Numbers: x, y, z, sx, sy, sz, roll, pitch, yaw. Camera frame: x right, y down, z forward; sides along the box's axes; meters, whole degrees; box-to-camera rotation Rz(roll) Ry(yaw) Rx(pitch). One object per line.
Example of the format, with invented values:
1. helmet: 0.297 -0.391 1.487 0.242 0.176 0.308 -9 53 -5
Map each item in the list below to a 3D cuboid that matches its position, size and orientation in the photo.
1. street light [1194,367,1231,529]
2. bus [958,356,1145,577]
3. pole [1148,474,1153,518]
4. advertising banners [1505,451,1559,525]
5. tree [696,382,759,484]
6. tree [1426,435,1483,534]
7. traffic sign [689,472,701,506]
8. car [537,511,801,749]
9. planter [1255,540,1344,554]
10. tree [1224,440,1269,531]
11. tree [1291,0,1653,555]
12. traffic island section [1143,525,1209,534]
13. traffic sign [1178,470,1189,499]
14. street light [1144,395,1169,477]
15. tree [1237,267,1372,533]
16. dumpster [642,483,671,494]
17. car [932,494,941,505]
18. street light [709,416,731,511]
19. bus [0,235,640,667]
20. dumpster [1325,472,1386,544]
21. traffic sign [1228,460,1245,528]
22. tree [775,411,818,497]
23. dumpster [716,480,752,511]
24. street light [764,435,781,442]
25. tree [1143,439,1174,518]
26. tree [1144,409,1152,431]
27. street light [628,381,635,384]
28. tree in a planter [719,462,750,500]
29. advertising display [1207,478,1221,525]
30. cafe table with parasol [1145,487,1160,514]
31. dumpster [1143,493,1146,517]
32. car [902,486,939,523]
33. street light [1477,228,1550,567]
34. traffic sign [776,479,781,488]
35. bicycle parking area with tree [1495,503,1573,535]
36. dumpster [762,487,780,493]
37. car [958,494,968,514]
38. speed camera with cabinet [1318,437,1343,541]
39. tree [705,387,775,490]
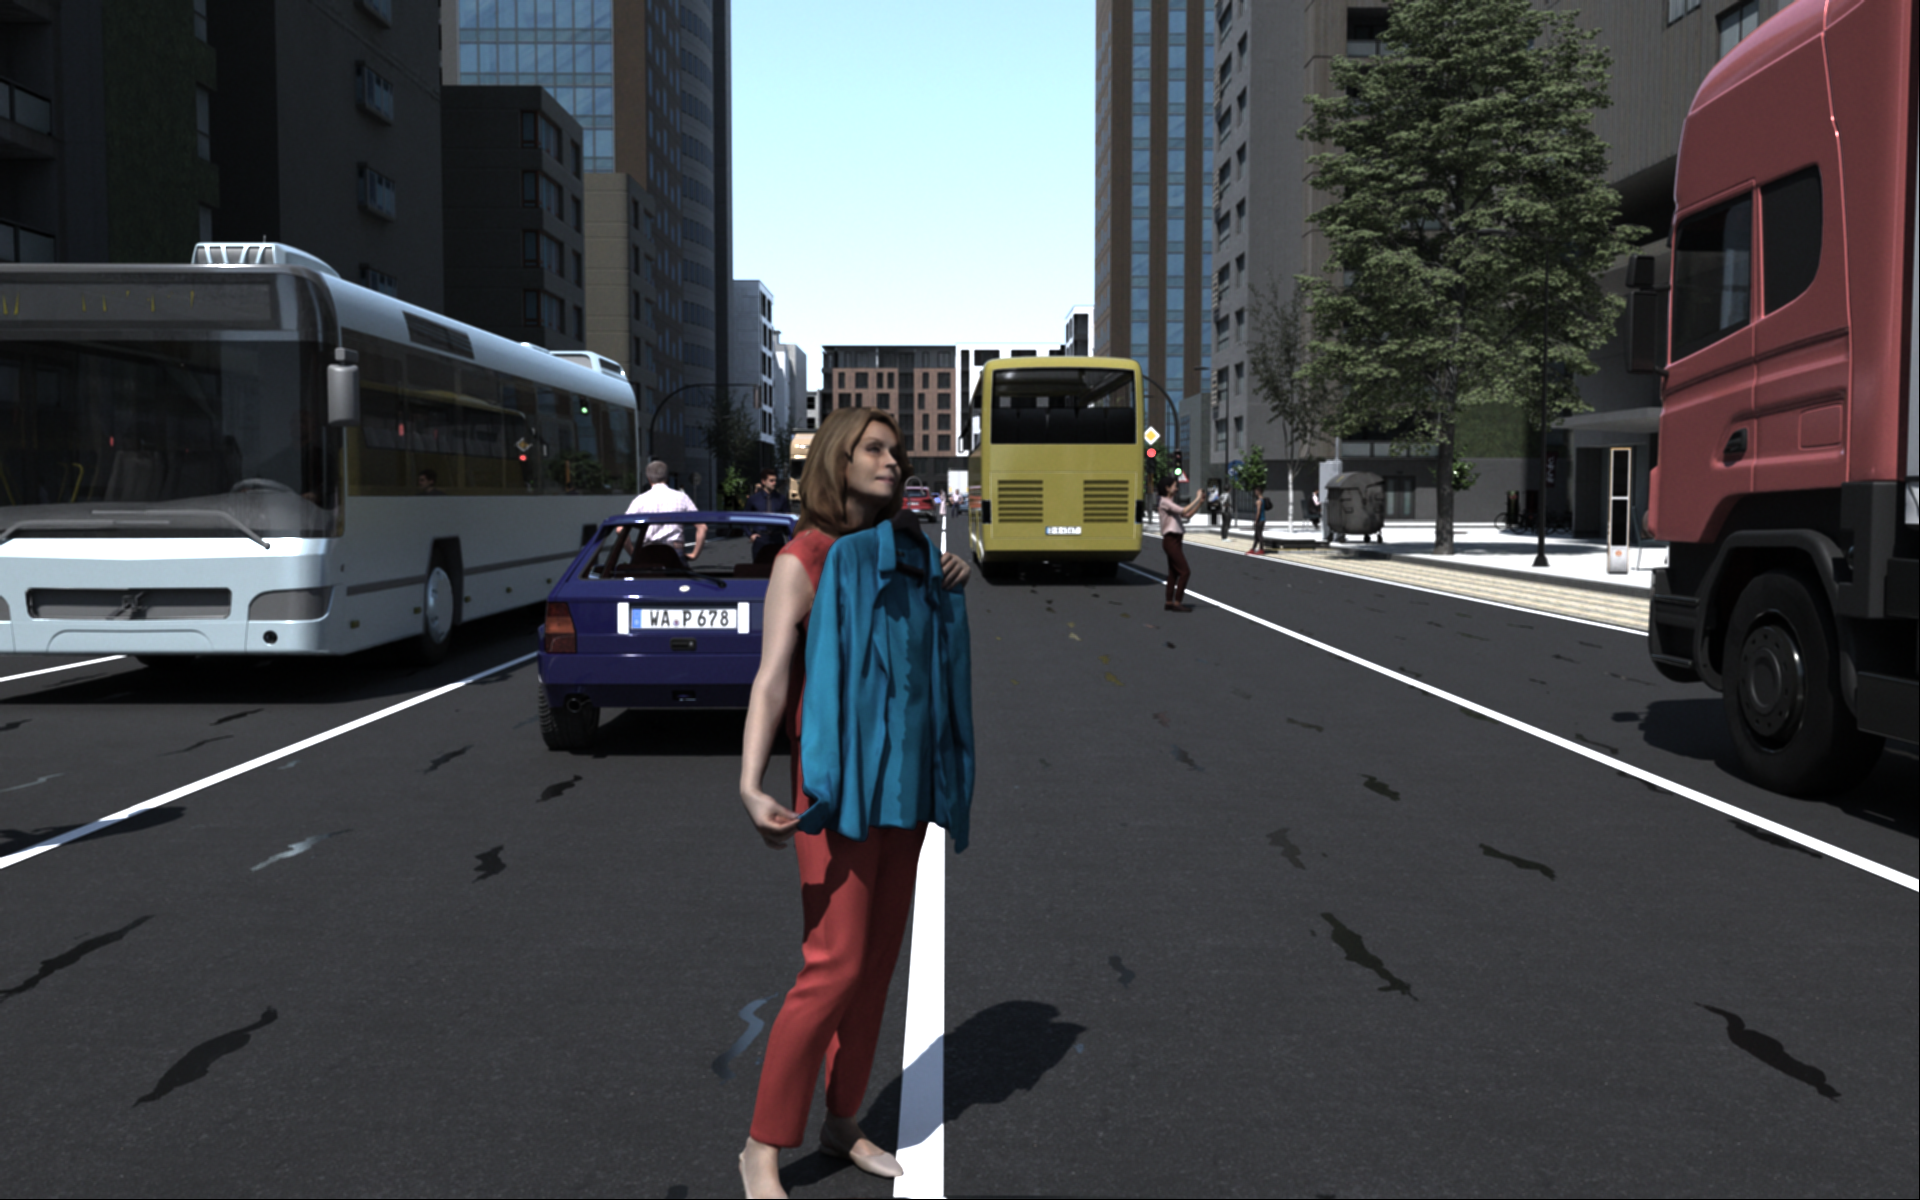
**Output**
1. street light: 9.210 -5.548 63.254 1.470 5.913 1.316 0 4 0
2. bus: 1.496 -2.516 32.684 2.896 3.916 12.252 0 4 -1
3. pole: 10.027 -5.948 91.086 0.158 3.312 0.155 0 3 0
4. advertising banners: 23.536 -4.595 71.313 2.074 3.025 0.090 1 4 11
5. tree: -15.305 -9.963 113.255 4.360 8.622 3.978 0 3 0
6. tree: 15.930 -3.763 56.128 1.663 3.219 1.824 0 3 0
7. traffic sign: -15.425 -6.160 100.815 0.768 2.556 0.104 0 4 7
8. car: -1.503 0.092 11.084 1.945 1.354 3.894 0 4 -1
9. planter: 8.153 -1.291 42.249 1.991 0.319 1.994 0 4 0
10. tree: 10.451 -4.080 61.304 1.663 3.219 1.824 0 3 0
11. tree: 10.603 -7.223 36.219 7.486 12.596 7.792 0 3 0
12. traffic island section: 7.972 -2.539 63.795 2.009 0.180 2.903 0 4 0
13. traffic sign: 9.799 -4.734 77.399 0.884 2.594 0.081 0 4 5
14. street light: 9.241 -6.656 81.372 1.470 5.913 1.316 0 4 0
15. tree: 10.951 -6.475 56.231 4.360 8.622 3.978 0 3 0
16. dumpster: -14.884 -4.840 84.891 1.264 1.857 1.865 0 4 0
17. car: -3.208 -13.005 222.220 1.945 1.707 3.694 0 4 1
18. street light: -14.403 -8.017 103.611 1.470 5.913 1.316 0 4 0
19. bus: -5.596 -1.365 17.177 2.948 3.499 13.247 0 4 -1
20. dumpster: 10.357 -2.419 45.316 1.264 1.857 1.865 0 4 -1
21. traffic sign: 10.311 -3.947 64.631 0.768 2.556 0.104 0 4 3
22. tree: -15.562 -12.521 155.087 4.737 8.622 4.395 0 3 0
23. dumpster: -12.812 -5.708 98.273 1.985 2.255 1.502 0 4 0
24. street light: -14.737 -9.981 135.732 1.470 5.913 1.316 0 4 0
25. tree: 10.109 -6.697 93.208 4.285 4.588 4.351 0 3 0
26. tree: 10.816 -10.237 117.745 4.360 8.622 3.978 0 3 0
27. street light: -14.114 -6.056 71.561 1.470 5.913 1.316 0 4 0
28. tree in a planter: -12.614 -6.052 96.167 1.991 3.239 1.994 0 4 0
29. advertising display: 10.436 -4.030 71.097 0.123 1.923 0.974 -1 4 -20
30. cafe table with parasol: 12.759 -6.568 112.247 2.610 1.966 2.610 2 4 31
31. dumpster: 9.775 -5.829 97.800 1.502 2.255 1.985 0 4 0
32. car: -2.242 -4.810 87.308 2.281 1.827 5.304 0 4 1
33. street light: 9.731 -3.542 30.450 1.470 5.913 1.316 0 4 0
34. traffic sign: -15.069 -8.691 142.206 0.768 2.556 0.104 0 4 8
35. bicycle parking area with tree: 21.714 -4.268 56.776 9.016 4.147 8.231 2 4 28
36. dumpster: -15.400 -8.408 139.961 1.502 2.255 1.985 0 4 -1
37. car: 0.675 -6.832 123.698 2.014 1.417 4.499 0 4 -2
38. speed camera with cabinet: 10.333 -3.290 48.130 0.660 3.252 2.038 1 4 17
39. tree: -15.466 -10.304 118.840 4.737 8.622 4.395 0 3 0
